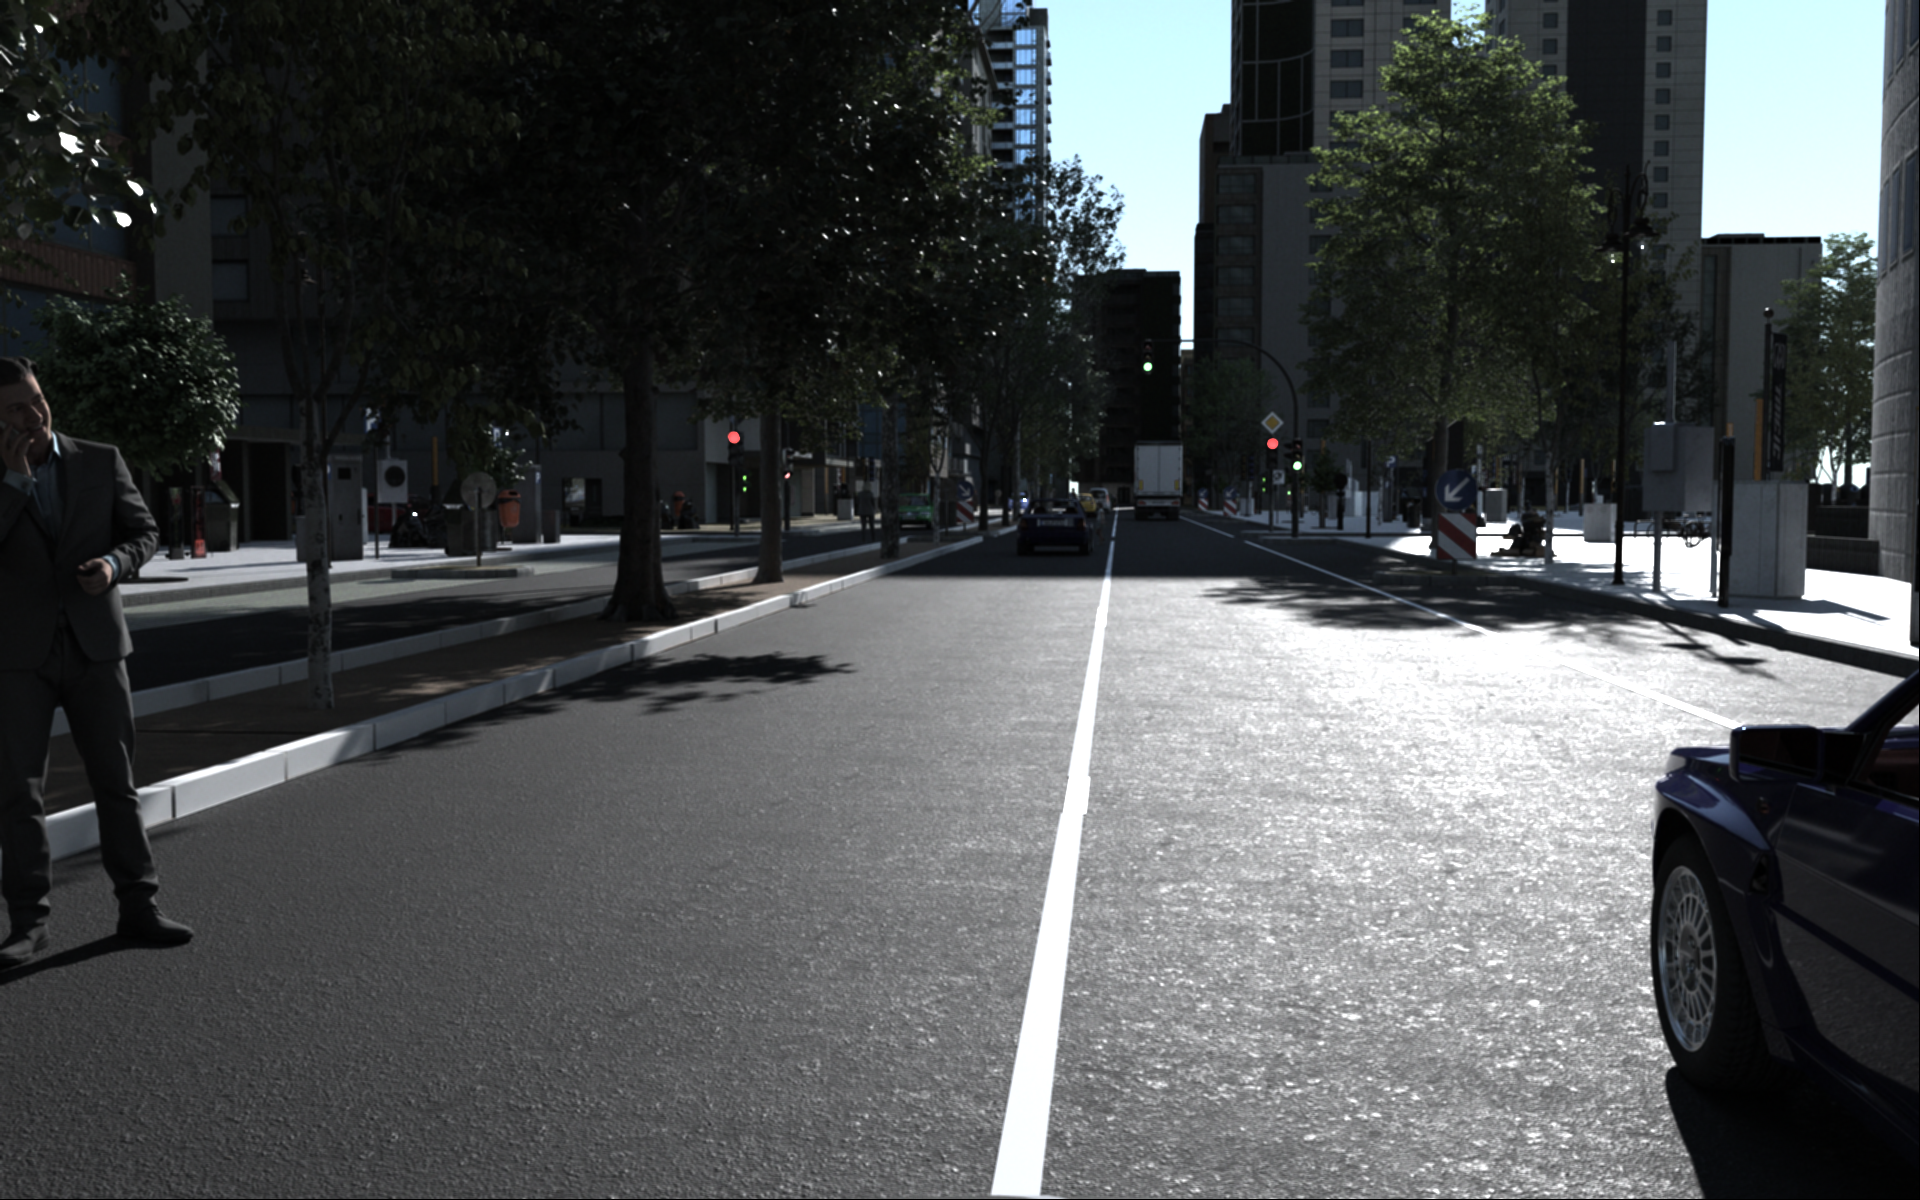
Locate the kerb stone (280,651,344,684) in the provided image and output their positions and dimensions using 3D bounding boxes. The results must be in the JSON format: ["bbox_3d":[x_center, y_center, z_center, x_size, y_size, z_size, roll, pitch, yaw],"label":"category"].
[{"bbox_3d":[-5.084,0.538,13.445,0.120,0.150,1.000,0,4,5],"label":"kerb stone"}]

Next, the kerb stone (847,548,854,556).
[{"bbox_3d":[-2.641,-1.088,40.003,0.120,0.150,1.000,0,4,5],"label":"kerb stone"}]

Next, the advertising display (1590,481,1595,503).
[{"bbox_3d":[30.395,-4.776,83.296,0.123,1.923,0.974,2,4,25],"label":"advertising display"}]

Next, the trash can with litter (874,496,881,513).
[{"bbox_3d":[-4.964,-6.363,115.088,2.233,1.210,1.678,2,4,33],"label":"trash can with litter"}]

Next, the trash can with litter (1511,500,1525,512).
[{"bbox_3d":[40.439,-6.993,125.727,1.055,1.170,0.624,2,4,26],"label":"trash can with litter"}]

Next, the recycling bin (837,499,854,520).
[{"bbox_3d":[-5.630,-4.437,85.106,0.722,1.027,0.722,0,4,5],"label":"recycling bin"}]

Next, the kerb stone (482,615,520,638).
[{"bbox_3d":[-4.714,0.286,17.522,0.120,0.150,1.000,0,4,5],"label":"kerb stone"}]

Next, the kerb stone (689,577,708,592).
[{"bbox_3d":[-3.956,-0.214,25.688,0.120,0.150,1.000,0,4,5],"label":"kerb stone"}]

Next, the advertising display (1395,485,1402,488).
[{"bbox_3d":[32.915,-7.657,130.401,0.123,1.923,0.974,-1,4,-20],"label":"advertising display"}]

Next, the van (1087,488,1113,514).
[{"bbox_3d":[10.230,-7.356,127.280,2.013,2.044,4.112,0,4,7],"label":"van"}]

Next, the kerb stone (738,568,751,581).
[{"bbox_3d":[-3.678,-0.399,28.780,0.120,0.150,1.000,0,4,5],"label":"kerb stone"}]

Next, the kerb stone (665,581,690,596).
[{"bbox_3d":[-4.058,-0.146,24.664,0.120,0.150,1.000,0,4,5],"label":"kerb stone"}]

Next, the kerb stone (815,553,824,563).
[{"bbox_3d":[-3.017,-0.839,35.913,0.120,0.150,1.000,0,4,5],"label":"kerb stone"}]

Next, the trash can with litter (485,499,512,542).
[{"bbox_3d":[-12.368,-2.154,46.606,0.624,1.170,1.055,2,4,28],"label":"trash can with litter"}]

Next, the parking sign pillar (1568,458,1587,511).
[{"bbox_3d":[46.478,-8.664,130.135,1.447,3.967,1.447,-1,4,-21],"label":"parking sign pillar"}]

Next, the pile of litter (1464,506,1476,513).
[{"bbox_3d":[19.403,-3.199,66.262,1.719,0.858,1.176,1,4,12],"label":"pile of litter"}]

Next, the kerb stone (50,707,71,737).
[{"bbox_3d":[-5.368,0.723,10.372,0.120,0.150,1.000,0,4,5],"label":"kerb stone"}]

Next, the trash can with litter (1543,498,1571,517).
[{"bbox_3d":[33.807,-5.359,98.672,1.678,1.210,2.233,1,4,12],"label":"trash can with litter"}]

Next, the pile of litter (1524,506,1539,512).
[{"bbox_3d":[15.999,-2.112,48.499,1.719,0.858,1.176,2,4,29],"label":"pile of litter"}]

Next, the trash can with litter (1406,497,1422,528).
[{"bbox_3d":[17.234,-3.344,66.065,0.624,1.170,1.055,0,4,2],"label":"trash can with litter"}]

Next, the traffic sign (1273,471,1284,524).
[{"bbox_3d":[13.665,-4.430,74.556,0.606,2.300,0.079,1,4,15],"label":"traffic sign"}]

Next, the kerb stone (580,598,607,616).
[{"bbox_3d":[-4.436,0.100,20.582,0.120,0.150,1.000,0,4,5],"label":"kerb stone"}]

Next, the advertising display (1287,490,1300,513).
[{"bbox_3d":[22.063,-6.687,114.546,0.974,1.923,0.123,-1,4,-10],"label":"advertising display"}]

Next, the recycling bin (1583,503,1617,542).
[{"bbox_3d":[17.261,-2.087,46.680,0.722,1.027,0.722,2,4,34],"label":"recycling bin"}]

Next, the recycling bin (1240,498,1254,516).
[{"bbox_3d":[17.014,-5.510,102.640,0.722,1.027,0.722,1,4,19],"label":"recycling bin"}]

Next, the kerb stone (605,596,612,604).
[{"bbox_3d":[-4.340,0.039,21.607,0.120,0.150,1.000,0,4,5],"label":"kerb stone"}]

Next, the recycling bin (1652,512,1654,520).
[{"bbox_3d":[34.615,-4.450,85.313,0.722,1.027,0.722,-3,4,-37],"label":"recycling bin"}]

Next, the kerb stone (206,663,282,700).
[{"bbox_3d":[-5.184,0.598,12.425,0.120,0.150,1.000,0,4,5],"label":"kerb stone"}]

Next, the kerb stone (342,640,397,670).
[{"bbox_3d":[-4.988,0.474,14.462,0.120,0.150,1.000,0,4,5],"label":"kerb stone"}]

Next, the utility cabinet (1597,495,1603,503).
[{"bbox_3d":[44.191,-6.663,120.109,1.020,1.237,0.306,-2,4,-35],"label":"utility cabinet"}]

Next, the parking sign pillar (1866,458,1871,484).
[{"bbox_3d":[65.744,-8.333,124.714,1.447,3.967,1.447,0,4,3],"label":"parking sign pillar"}]

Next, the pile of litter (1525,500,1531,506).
[{"bbox_3d":[43.093,-7.135,130.623,1.176,0.858,1.719,1,4,11],"label":"pile of litter"}]

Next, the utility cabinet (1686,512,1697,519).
[{"bbox_3d":[38.203,-4.891,91.132,1.020,1.237,0.306,3,5,41],"label":"utility cabinet"}]

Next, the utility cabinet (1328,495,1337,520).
[{"bbox_3d":[18.730,-4.643,87.071,0.306,1.237,1.020,0,4,2],"label":"utility cabinet"}]

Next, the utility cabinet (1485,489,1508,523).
[{"bbox_3d":[23.743,-4.161,76.710,0.318,1.500,1.173,-1,4,-18],"label":"utility cabinet"}]

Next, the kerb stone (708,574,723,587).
[{"bbox_3d":[-3.862,-0.276,26.720,0.120,0.150,1.000,0,4,5],"label":"kerb stone"}]

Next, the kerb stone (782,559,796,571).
[{"bbox_3d":[-3.303,-0.652,32.858,0.120,0.150,1.000,0,4,5],"label":"kerb stone"}]

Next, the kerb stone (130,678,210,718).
[{"bbox_3d":[-5.276,0.661,11.400,0.120,0.150,1.000,0,4,5],"label":"kerb stone"}]

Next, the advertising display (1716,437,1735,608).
[{"bbox_3d":[8.776,-0.897,19.876,0.123,1.923,0.974,1,4,21],"label":"advertising display"}]

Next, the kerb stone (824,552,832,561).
[{"bbox_3d":[-2.929,-0.901,36.931,0.120,0.150,1.000,0,4,5],"label":"kerb stone"}]

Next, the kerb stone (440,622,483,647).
[{"bbox_3d":[-4.809,0.348,16.505,0.120,0.150,1.000,0,4,5],"label":"kerb stone"}]

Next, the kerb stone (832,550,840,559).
[{"bbox_3d":[-2.827,-0.962,37.948,0.120,0.150,1.000,0,4,5],"label":"kerb stone"}]

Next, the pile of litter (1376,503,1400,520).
[{"bbox_3d":[21.263,-4.412,86.097,1.176,0.858,1.719,1,4,16],"label":"pile of litter"}]

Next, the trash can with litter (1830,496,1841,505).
[{"bbox_3d":[31.873,-3.169,62.871,1.678,1.210,2.233,0,4,-5],"label":"trash can with litter"}]

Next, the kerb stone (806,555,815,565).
[{"bbox_3d":[-3.120,-0.777,34.896,0.120,0.150,1.000,0,4,5],"label":"kerb stone"}]

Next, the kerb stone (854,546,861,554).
[{"bbox_3d":[-2.549,-1.152,41.027,0.120,0.150,1.000,0,4,5],"label":"kerb stone"}]

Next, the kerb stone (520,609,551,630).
[{"bbox_3d":[-4.624,0.227,18.541,0.120,0.150,1.000,0,4,5],"label":"kerb stone"}]

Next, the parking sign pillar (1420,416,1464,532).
[{"bbox_3d":[16.631,-4.355,59.675,1.447,3.967,1.447,-1,4,-10],"label":"parking sign pillar"}]

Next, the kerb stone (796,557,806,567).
[{"bbox_3d":[-3.203,-0.715,33.878,0.120,0.150,1.000,0,4,5],"label":"kerb stone"}]

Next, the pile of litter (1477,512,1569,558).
[{"bbox_3d":[11.636,-1.317,35.500,1.176,0.858,1.719,-1,4,-20],"label":"pile of litter"}]

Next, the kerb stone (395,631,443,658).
[{"bbox_3d":[-4.901,0.410,15.485,0.120,0.150,1.000,0,4,5],"label":"kerb stone"}]

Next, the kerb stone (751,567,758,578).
[{"bbox_3d":[-3.582,-0.465,29.797,0.120,0.150,1.000,0,4,5],"label":"kerb stone"}]

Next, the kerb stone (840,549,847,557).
[{"bbox_3d":[-2.747,-1.027,38.983,0.120,0.150,1.000,0,4,5],"label":"kerb stone"}]

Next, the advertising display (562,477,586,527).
[{"bbox_3d":[-14.988,-3.797,67.289,0.974,1.923,0.123,-3,5,-43],"label":"advertising display"}]

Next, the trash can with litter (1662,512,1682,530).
[{"bbox_3d":[25.619,-3.107,62.189,0.624,1.170,1.055,0,4,-6],"label":"trash can with litter"}]

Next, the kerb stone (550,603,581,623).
[{"bbox_3d":[-4.520,0.161,19.557,0.120,0.150,1.000,0,4,5],"label":"kerb stone"}]

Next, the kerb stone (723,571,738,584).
[{"bbox_3d":[-3.760,-0.339,27.736,0.120,0.150,1.000,0,4,5],"label":"kerb stone"}]

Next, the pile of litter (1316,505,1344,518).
[{"bbox_3d":[20.008,-4.871,93.607,1.719,0.858,1.176,-1,4,-11],"label":"pile of litter"}]

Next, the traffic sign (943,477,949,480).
[{"bbox_3d":[-1.044,-8.111,132.719,0.768,2.556,0.104,1,4,12],"label":"traffic sign"}]
